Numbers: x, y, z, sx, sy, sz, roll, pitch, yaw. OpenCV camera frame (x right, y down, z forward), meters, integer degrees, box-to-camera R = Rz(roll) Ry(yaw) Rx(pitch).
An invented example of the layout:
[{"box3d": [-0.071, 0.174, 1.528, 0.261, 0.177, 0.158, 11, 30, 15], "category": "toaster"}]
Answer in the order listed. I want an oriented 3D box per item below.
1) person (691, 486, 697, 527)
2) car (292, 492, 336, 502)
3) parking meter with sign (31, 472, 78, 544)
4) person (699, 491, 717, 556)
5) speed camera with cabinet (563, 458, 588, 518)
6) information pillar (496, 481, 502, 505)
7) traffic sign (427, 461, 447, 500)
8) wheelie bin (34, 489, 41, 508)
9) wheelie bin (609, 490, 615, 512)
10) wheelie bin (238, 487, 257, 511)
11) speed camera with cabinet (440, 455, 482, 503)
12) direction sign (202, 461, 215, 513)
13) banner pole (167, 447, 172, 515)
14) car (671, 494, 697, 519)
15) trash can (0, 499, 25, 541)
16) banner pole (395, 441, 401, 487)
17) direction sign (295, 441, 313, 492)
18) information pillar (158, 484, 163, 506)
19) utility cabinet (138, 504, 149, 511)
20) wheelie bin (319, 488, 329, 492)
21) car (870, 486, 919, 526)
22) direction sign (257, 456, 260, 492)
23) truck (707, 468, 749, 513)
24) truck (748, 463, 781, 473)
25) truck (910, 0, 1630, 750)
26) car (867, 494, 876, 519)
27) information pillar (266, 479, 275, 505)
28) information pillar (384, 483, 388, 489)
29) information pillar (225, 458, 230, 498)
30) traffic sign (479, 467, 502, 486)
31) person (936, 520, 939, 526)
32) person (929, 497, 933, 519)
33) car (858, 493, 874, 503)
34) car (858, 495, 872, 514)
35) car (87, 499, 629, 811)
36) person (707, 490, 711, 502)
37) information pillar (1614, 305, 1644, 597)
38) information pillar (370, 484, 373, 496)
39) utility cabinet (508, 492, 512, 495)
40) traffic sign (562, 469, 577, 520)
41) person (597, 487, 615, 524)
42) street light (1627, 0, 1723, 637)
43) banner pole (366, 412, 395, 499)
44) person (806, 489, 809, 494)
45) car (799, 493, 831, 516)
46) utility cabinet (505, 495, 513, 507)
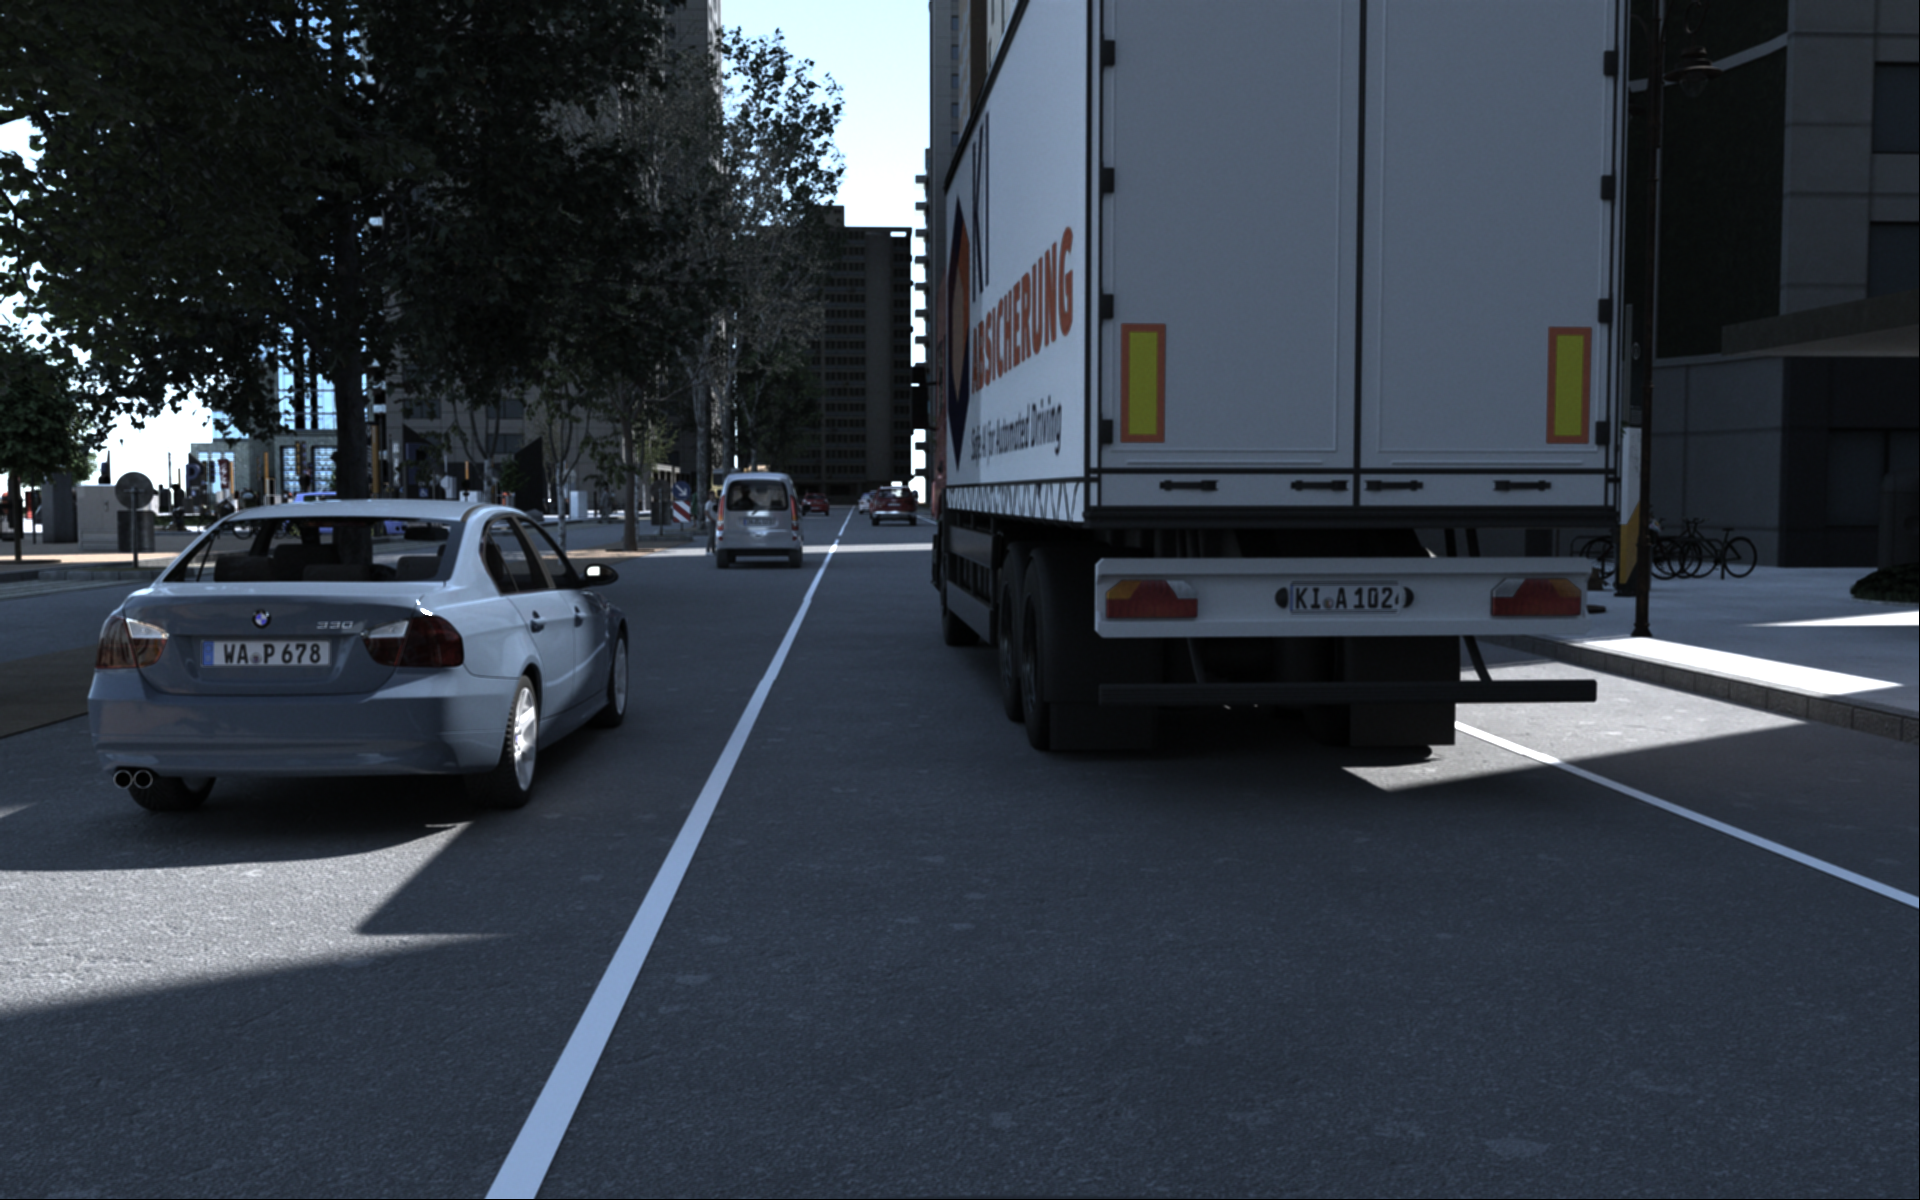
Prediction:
[{"box3d": [-11.260, -4.004, 74.217, 0.529, 1.795, 0.600, 2, 4, 29], "category": "person"}, {"box3d": [-19.348, -2.753, 54.607, 3.694, 1.707, 1.945, 0, 4, -3], "category": "car"}, {"box3d": [-23.570, -2.995, 45.236, 0.543, 3.016, 1.738, 1, 4, 16], "category": "parking meter with sign"}, {"box3d": [-5.799, -1.793, 40.419, 0.523, 1.515, 0.503, -1, 4, -22], "category": "person"}, {"box3d": [-20.646, -6.015, 92.686, 0.660, 3.252, 2.038, -3, 4, -39], "category": "speed camera with cabinet"}, {"box3d": [-24.725, -5.410, 92.948, 0.304, 2.012, 0.304, -1, 4, -13], "category": "information pillar"}, {"box3d": [-15.858, -2.973, 52.247, 0.795, 2.450, 0.064, 0, 4, -3], "category": "traffic sign"}, {"box3d": [-61.208, -6.553, 115.056, 0.693, 1.594, 0.980, 2, 4, 27], "category": "wheelie bin"}, {"box3d": [-25.058, -7.077, 123.612, 0.980, 1.594, 0.693, 0, 4, 7], "category": "wheelie bin"}, {"box3d": [-32.712, -4.381, 79.531, 0.980, 1.594, 0.693, 3, 5, 39], "category": "wheelie bin"}, {"box3d": [-25.373, -5.732, 88.056, 2.038, 3.252, 0.660, 0, 4, 8], "category": "speed camera with cabinet"}, {"box3d": [-51.405, -7.740, 118.542, 0.379, 3.537, 0.876, 3, 5, 41], "category": "direction sign"}, {"box3d": [-41.669, -6.199, 91.377, 0.401, 3.779, 0.863, -1, 4, -10], "category": "banner pole"}, {"box3d": [-15.671, -5.472, 99.250, 2.009, 1.686, 4.222, 0, 4, -2], "category": "car"}, {"box3d": [-25.782, -2.164, 47.027, 0.748, 1.137, 0.748, 0, 3, 0], "category": "trash can"}, {"box3d": [-23.429, -4.996, 71.703, 0.863, 3.779, 0.401, 3, 4, 36], "category": "banner pole"}, {"box3d": [-28.106, -5.010, 73.903, 0.379, 3.537, 0.876, 0, 4, 7], "category": "direction sign"}, {"box3d": [-58.146, -7.433, 126.020, 0.304, 2.012, 0.304, -3, 5, -43], "category": "information pillar"}, {"box3d": [-40.036, -4.634, 84.438, 1.173, 1.500, 0.318, 2, 4, 32], "category": "utility cabinet"}, {"box3d": [-32.733, -4.961, 89.023, 0.693, 1.594, 0.980, -3, 4, -37], "category": "wheelie bin"}, {"box3d": [-3.024, -4.341, 79.645, 2.281, 1.827, 5.304, 0, 4, -2], "category": "car"}, {"box3d": [-42.252, -6.874, 104.386, 0.379, 3.537, 0.876, -1, 4, -14], "category": "direction sign"}, {"box3d": [-17.164, -8.257, 130.933, 3.469, 3.379, 9.791, 0, 4, -2], "category": "truck"}, {"box3d": [-17.957, -10.365, 158.377, 2.839, 4.237, 11.283, 0, 4, -2], "category": "truck"}, {"box3d": [1.273, -1.477, 13.058, 2.839, 4.237, 11.283, 0, 4, -5], "category": "truck"}, {"box3d": [-4.423, -5.676, 101.846, 2.155, 1.783, 4.494, 0, 4, -3], "category": "car"}, {"box3d": [-32.920, -4.784, 82.718, 0.304, 2.012, 0.304, -3, 5, -44], "category": "information pillar"}, {"box3d": [-38.095, -6.755, 114.941, 0.304, 2.012, 0.304, -1, 4, -9], "category": "information pillar"}, {"box3d": [-47.593, -7.427, 112.794, 0.504, 3.616, 0.183, 1, 4, 14], "category": "information pillar"}, {"box3d": [-16.318, -3.460, 60.218, 0.795, 2.450, 0.064, 0, 4, -3], "category": "traffic sign"}, {"box3d": [-0.994, -3.926, 76.940, 0.306, 1.304, 0.590, 0, 4, 8], "category": "person"}, {"box3d": [-1.438, -5.456, 98.459, 0.760, 1.731, 0.466, -1, 4, -19], "category": "person"}, {"box3d": [-7.721, -8.435, 147.503, 1.945, 1.707, 3.694, 0, 4, -3], "category": "car"}, {"box3d": [-6.379, -6.932, 125.699, 2.083, 1.381, 4.827, 0, 4, -2], "category": "car"}, {"box3d": [-2.895, 0.174, 9.157, 2.014, 1.417, 4.499, 0, 4, -2], "category": "car"}, {"box3d": [-20.529, -8.114, 141.722, 0.434, 1.755, 0.990, 0, 4, -4], "category": "person"}, {"box3d": [8.429, -1.855, 21.685, 0.183, 3.616, 0.504, 3, 5, 45], "category": "information pillar"}, {"box3d": [-43.004, -7.481, 126.803, 0.304, 2.012, 0.304, 0, 4, -6], "category": "information pillar"}, {"box3d": [-32.727, -7.197, 126.349, 0.318, 1.500, 1.173, -1, 4, -18], "category": "utility cabinet"}, {"box3d": [-19.543, -5.290, 86.605, 0.768, 2.556, 0.104, 0, 4, 3], "category": "traffic sign"}, {"box3d": [-17.030, -4.554, 83.234, 0.850, 1.792, 0.678, 0, 4, 5], "category": "person"}, {"box3d": [6.146, -2.609, 15.440, 0.468, 5.910, 1.993, 0, 4, -3], "category": "street light"}, {"box3d": [-17.753, -3.824, 52.534, 0.863, 3.779, 0.401, -3, 5, -42], "category": "banner pole"}, {"box3d": [-11.518, -7.436, 130.095, 0.388, 1.821, 0.555, 0, 4, -7], "category": "person"}, {"box3d": [-9.617, -6.486, 115.085, 2.155, 1.783, 4.494, 0, 4, -5], "category": "car"}, {"box3d": [-24.117, -5.046, 93.660, 0.306, 1.237, 1.020, 2, 4, 32], "category": "utility cabinet"}]
